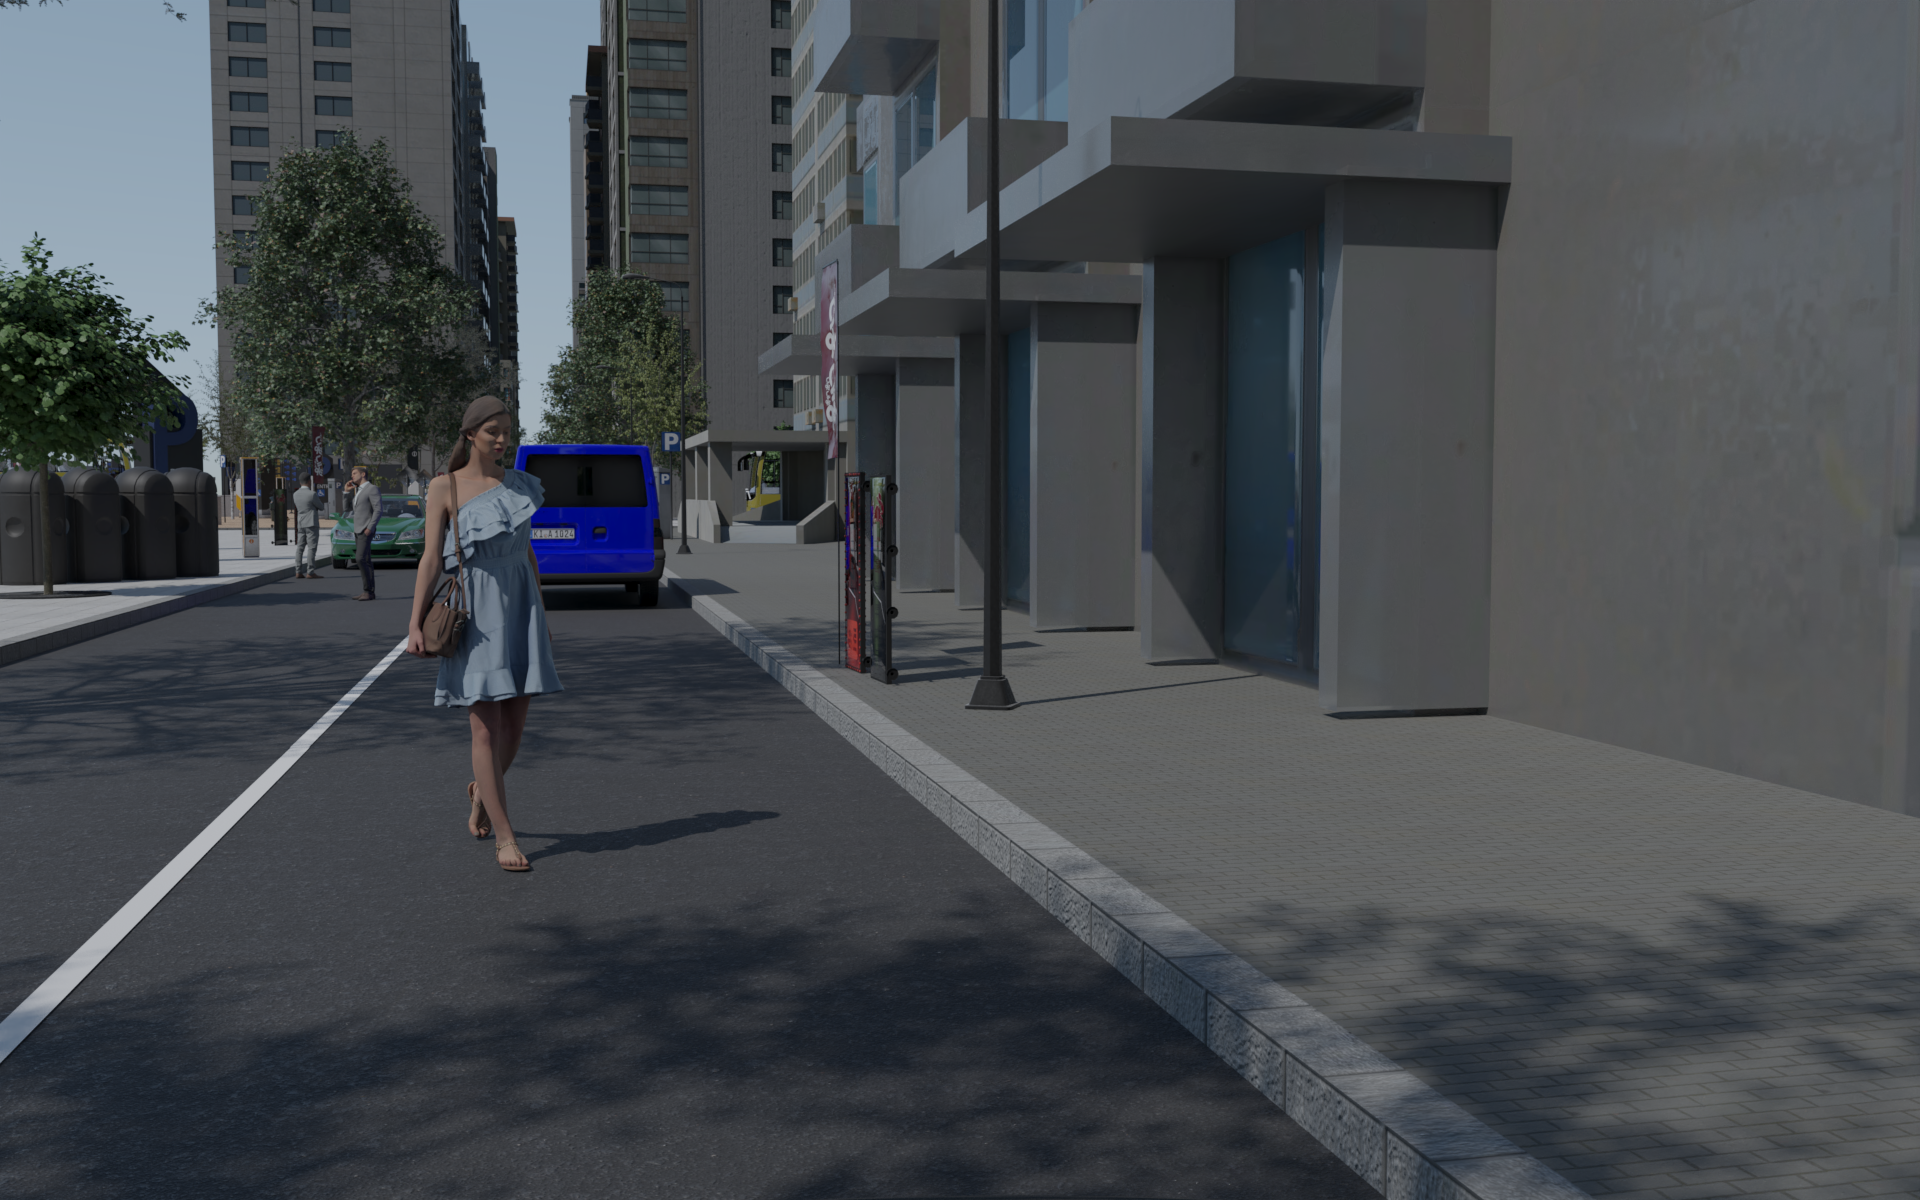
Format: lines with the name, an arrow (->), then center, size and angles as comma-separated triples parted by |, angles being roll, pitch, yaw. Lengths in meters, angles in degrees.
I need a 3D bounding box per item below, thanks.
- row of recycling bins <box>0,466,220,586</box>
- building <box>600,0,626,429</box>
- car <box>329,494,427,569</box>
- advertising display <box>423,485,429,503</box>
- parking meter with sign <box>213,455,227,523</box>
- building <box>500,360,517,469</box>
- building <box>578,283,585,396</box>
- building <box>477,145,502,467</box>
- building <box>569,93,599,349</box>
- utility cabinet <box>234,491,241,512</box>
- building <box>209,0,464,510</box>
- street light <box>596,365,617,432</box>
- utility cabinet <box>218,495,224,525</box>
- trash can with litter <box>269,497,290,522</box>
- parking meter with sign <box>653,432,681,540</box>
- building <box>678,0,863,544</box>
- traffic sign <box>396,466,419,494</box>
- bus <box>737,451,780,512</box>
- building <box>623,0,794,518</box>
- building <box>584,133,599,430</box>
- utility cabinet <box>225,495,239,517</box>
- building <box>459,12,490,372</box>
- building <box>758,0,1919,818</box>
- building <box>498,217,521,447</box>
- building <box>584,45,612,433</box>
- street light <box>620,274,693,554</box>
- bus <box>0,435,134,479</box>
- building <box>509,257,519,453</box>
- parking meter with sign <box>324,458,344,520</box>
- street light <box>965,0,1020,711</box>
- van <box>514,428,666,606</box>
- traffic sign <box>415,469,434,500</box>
row of recycling bins -> -12.551, -1.140, 25.754 | 1.069, 1.692, 3.534 | 2, 4, 25
building -> -31.786, -46.267, 194.710 | 20.563, 71.187, 20.611 | -1, 4, -13
car -> -11.492, -1.411, 34.869 | 2.131, 1.459, 4.920 | -1, 4, -13
advertising display -> -27.945, -5.289, 91.690 | 0.974, 1.923, 0.123 | 1, 4, 10
parking meter with sign -> -33.553, -4.941, 77.053 | 0.543, 3.016, 1.738 | 3, 5, 43
building -> -74.621, -23.822, 234.520 | 27.650, 21.520, 28.899 | -1, 4, -13
building -> -45.101, -28.510, 237.838 | 14.160, 30.474, 14.107 | -1, 4, -13
building -> -59.788, -31.394, 196.886 | 14.154, 41.232, 14.086 | -1, 4, -13
building -> -47.083, -43.805, 258.204 | 21.231, 58.520, 28.212 | -1, 4, -13
utility cabinet -> -49.370, -6.756, 119.140 | 1.173, 1.500, 0.318 | 1, 4, 20
building -> -51.309, -43.434, 148.393 | 20.563, 71.187, 20.611 | -1, 4, -13
street light -> -12.452, -5.521, 62.807 | 1.470, 5.913, 1.316 | -1, 4, -13
utility cabinet -> -31.107, -3.702, 71.686 | 0.306, 1.237, 1.020 | 2, 4, 35
trash can with litter -> -31.590, -4.228, 80.521 | 1.055, 1.170, 0.624 | 2, 4, 28
parking meter with sign -> -8.484, -3.250, 49.398 | 0.543, 3.016, 1.738 | -2, 4, -27
building -> 7.691, -22.171, 54.380 | 32.217, 40.220, 23.993 | -1, 4, -13
traffic sign -> -19.532, -3.523, 61.238 | 0.795, 2.450, 0.064 | -1, 4, -13
bus -> -2.598, -4.741, 69.055 | 12.252, 3.916, 2.896 | -1, 4, -12
building -> -12.162, -20.059, 99.662 | 14.160, 30.474, 14.107 | -1, 4, -13
building -> -38.592, -34.352, 211.758 | 14.600, 45.320, 14.200 | -1, 4, -13
utility cabinet -> -41.164, -5.284, 97.548 | 1.020, 1.237, 0.306 | -2, 4, -26
building -> -59.019, -33.883, 173.600 | 23.786, 49.044, 30.456 | -1, 4, -13
building -> 10.497, -24.407, 18.669 | 23.786, 49.044, 30.456 | -1, 4, -13
building -> -78.425, -37.210, 263.013 | 22.147, 44.769, 28.867 | -1, 4, -13
building -> -25.508, -31.582, 170.995 | 22.147, 44.769, 28.867 | -1, 4, -13
street light -> -6.426, -3.928, 36.758 | 1.470, 5.913, 1.316 | -1, 4, -13
bus -> -35.395, -4.306, 61.949 | 12.252, 3.916, 2.896 | -1, 4, -13
building -> -79.995, -36.769, 284.763 | 14.154, 41.232, 14.086 | -1, 4, -13
parking meter with sign -> -30.705, -5.437, 85.157 | 1.738, 3.016, 0.543 | 3, 5, 42
street light -> -0.333, -2.299, 10.122 | 1.470, 5.913, 1.316 | -1, 4, -13
van -> -5.186, -1.177, 23.631 | 2.240, 2.365, 5.245 | -1, 4, -14
traffic sign -> -21.338, -3.998, 69.017 | 0.795, 2.450, 0.064 | -1, 4, -13
